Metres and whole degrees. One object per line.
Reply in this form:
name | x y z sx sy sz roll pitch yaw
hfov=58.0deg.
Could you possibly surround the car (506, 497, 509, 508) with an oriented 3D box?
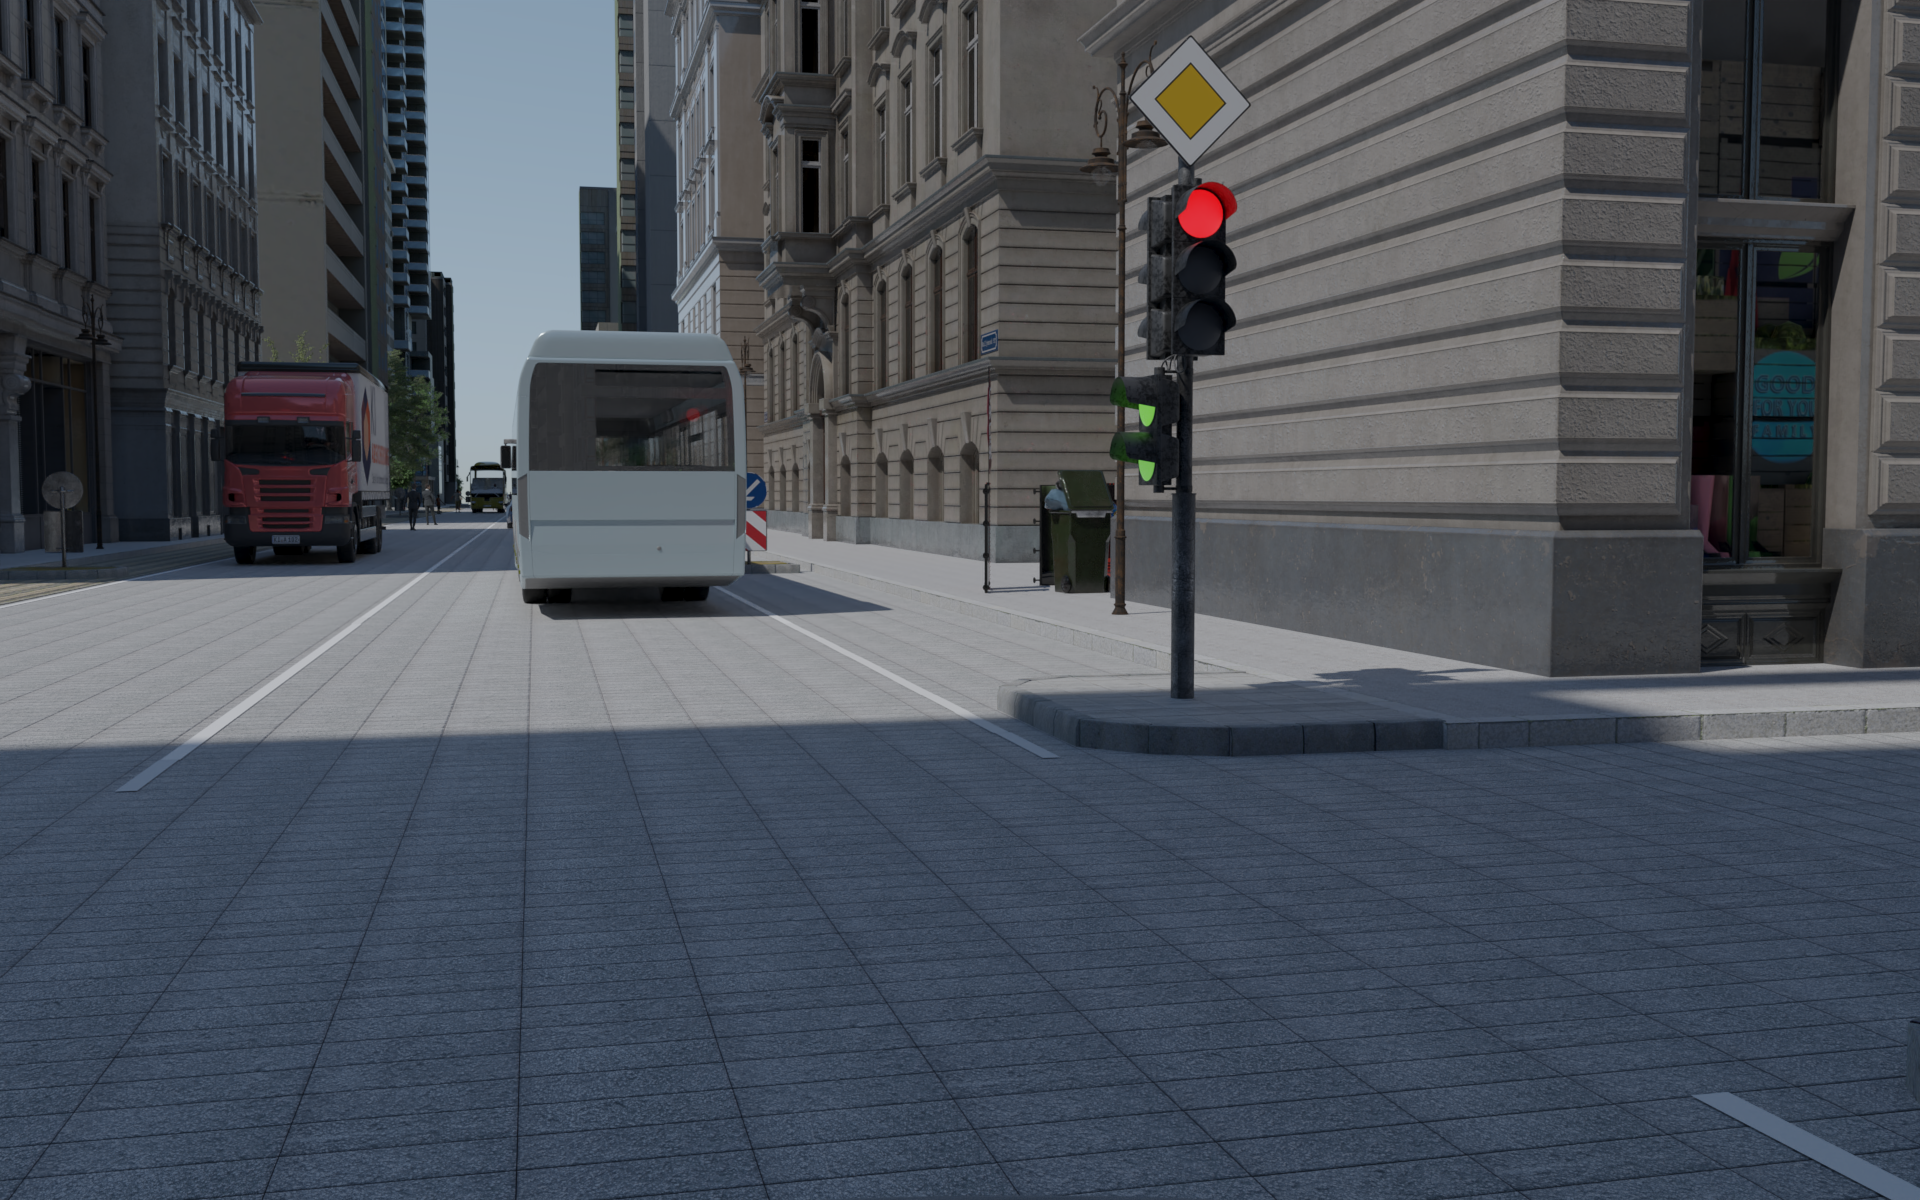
car | -49.370 -10.786 185.394 2.155 1.783 4.494 -1 4 -12

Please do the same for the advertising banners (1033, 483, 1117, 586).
advertising banners | 1.990 -1.732 24.507 2.074 3.025 0.090 -1 4 -23

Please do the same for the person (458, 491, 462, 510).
person | -44.070 -8.776 152.779 0.721 1.735 1.217 -2 4 -25

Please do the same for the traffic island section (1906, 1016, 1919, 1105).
traffic island section | 3.323 1.169 3.160 2.009 0.180 2.903 -1 4 -14

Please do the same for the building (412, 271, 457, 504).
building | -71.889 -27.453 220.562 14.160 30.474 14.107 -1 4 -14

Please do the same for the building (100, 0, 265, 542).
building | -28.058 -12.517 53.810 9.793 20.994 18.267 -1 4 -14

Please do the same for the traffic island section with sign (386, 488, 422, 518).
traffic island section with sign | -33.837 -5.881 104.790 1.989 1.847 2.006 -1 4 -14

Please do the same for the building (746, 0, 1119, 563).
building | 1.644 -14.061 48.978 14.460 24.649 34.723 -1 4 -14

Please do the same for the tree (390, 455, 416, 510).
tree | -46.226 -9.693 142.186 4.285 4.588 4.351 0 3 0

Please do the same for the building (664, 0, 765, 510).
building | -5.423 -17.745 76.028 13.634 28.700 20.117 -1 4 -14

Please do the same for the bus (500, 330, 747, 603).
bus | -5.391 -1.907 26.037 2.948 3.499 13.247 -1 4 -15

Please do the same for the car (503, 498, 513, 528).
car | -18.398 -3.773 73.684 2.014 1.417 4.499 -1 4 -15

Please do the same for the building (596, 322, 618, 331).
building | -26.315 -21.204 191.731 27.650 21.520 28.899 -1 4 -14

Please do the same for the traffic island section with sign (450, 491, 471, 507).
traffic island section with sign | -53.533 -10.799 185.195 1.989 1.847 2.006 -1 4 -14

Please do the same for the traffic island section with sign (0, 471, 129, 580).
traffic island section with sign | -15.430 -1.285 29.645 1.989 1.847 2.006 -1 4 -14

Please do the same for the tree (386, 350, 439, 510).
tree | -44.692 -13.284 135.321 7.486 12.596 7.792 0 3 0

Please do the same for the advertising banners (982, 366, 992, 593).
advertising banners | 0.377 -1.655 23.249 0.090 3.025 2.074 0 4 3

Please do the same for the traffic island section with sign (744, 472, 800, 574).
traffic island section with sign | -4.088 -1.429 31.984 1.989 1.847 2.006 -1 4 -14

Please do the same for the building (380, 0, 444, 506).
building | -70.407 -54.007 195.685 22.319 86.520 31.000 -1 4 -14

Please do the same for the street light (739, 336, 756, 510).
street light | -6.285 -4.770 50.776 0.468 5.910 1.993 -1 4 -14

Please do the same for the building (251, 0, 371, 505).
building | -42.554 -28.391 87.889 21.300 48.544 21.600 -1 4 -14

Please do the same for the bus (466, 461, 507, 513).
bus | -36.464 -8.714 134.015 2.896 3.916 12.252 -1 4 -14

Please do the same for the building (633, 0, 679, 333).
building | -10.370 -34.842 111.667 21.231 58.520 28.212 -1 4 -14

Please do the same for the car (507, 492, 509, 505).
car | -59.556 -13.223 224.871 2.281 1.827 5.304 -1 4 -12

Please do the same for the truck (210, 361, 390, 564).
truck | -14.581 -3.068 39.078 2.839 4.237 11.283 -1 4 -14

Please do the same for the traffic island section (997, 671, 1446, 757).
traffic island section | 1.423 0.695 10.916 2.009 0.180 2.903 -1 4 -14

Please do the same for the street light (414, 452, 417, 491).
street light | -46.299 -10.661 147.096 0.468 5.910 1.993 -1 4 -14

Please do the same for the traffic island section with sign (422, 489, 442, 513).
traffic island section with sign | -40.314 -7.498 131.224 1.989 1.847 2.006 -1 4 -14

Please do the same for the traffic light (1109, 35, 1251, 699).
traffic light | 1.382 -1.338 10.792 0.839 4.253 0.868 -1 4 -14

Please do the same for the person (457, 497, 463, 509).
person | -46.604 -9.288 161.078 1.217 1.735 0.721 3 5 43

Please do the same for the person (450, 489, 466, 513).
person | -38.929 -7.693 134.276 1.348 1.824 0.705 1 4 13

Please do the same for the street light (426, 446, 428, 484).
street light | -50.316 -11.665 163.511 0.468 5.910 1.993 -1 4 -14

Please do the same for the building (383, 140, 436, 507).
building | -68.736 -29.197 169.252 32.217 40.220 23.993 -1 4 -14

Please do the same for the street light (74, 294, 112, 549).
street light | -20.062 -4.124 40.221 0.468 5.910 1.993 -1 4 -14

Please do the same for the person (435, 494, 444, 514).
person | -36.631 -6.728 121.758 0.557 1.426 1.065 1 4 14

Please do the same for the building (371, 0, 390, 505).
building | -47.592 -28.716 119.625 14.600 45.320 14.200 -1 4 -14

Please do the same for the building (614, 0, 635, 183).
building | -19.021 -27.414 131.814 14.154 41.232 14.086 -1 4 -14

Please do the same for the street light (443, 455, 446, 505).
street light | -58.330 -13.651 195.982 0.468 5.910 1.993 -1 4 -14

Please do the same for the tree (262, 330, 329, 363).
tree | -30.179 -7.819 78.195 4.737 8.622 4.395 0 3 0

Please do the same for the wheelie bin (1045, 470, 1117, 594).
wheelie bin | 1.540 -0.896 22.559 0.980 1.594 0.693 -1 4 -22

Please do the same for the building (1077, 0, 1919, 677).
building | 11.964 -11.581 18.224 19.941 23.489 11.050 -1 4 -14

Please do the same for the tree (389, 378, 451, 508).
tree | -49.159 -14.005 154.729 9.928 11.665 9.643 0 3 0

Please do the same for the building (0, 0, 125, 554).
building | -21.945 -10.655 25.124 10.553 20.767 40.483 -1 4 -14

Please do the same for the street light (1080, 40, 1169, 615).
street light | 1.704 -2.782 18.269 0.468 5.910 1.993 -1 4 -14

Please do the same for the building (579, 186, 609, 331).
building | -44.015 -33.636 233.546 14.154 41.232 14.086 -1 4 -14

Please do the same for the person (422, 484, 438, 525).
person | -24.484 -4.410 79.960 0.648 1.900 0.474 0 4 6

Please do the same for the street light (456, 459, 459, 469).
street light | -66.345 -15.663 228.884 0.468 5.910 1.993 -1 4 -14

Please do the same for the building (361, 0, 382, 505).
building | -43.790 -25.844 106.145 14.154 41.232 14.086 -1 4 -14

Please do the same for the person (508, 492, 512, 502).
person | -57.399 -12.952 221.185 0.541 1.710 0.530 0 4 -7

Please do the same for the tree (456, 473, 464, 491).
tree | -68.242 -15.200 232.233 4.285 4.588 4.351 0 3 0

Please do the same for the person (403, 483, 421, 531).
person | -21.542 -3.665 68.196 0.659 1.850 0.755 -1 4 -9

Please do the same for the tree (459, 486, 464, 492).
tree | -68.561 -14.774 236.155 1.663 3.219 1.824 0 3 0
